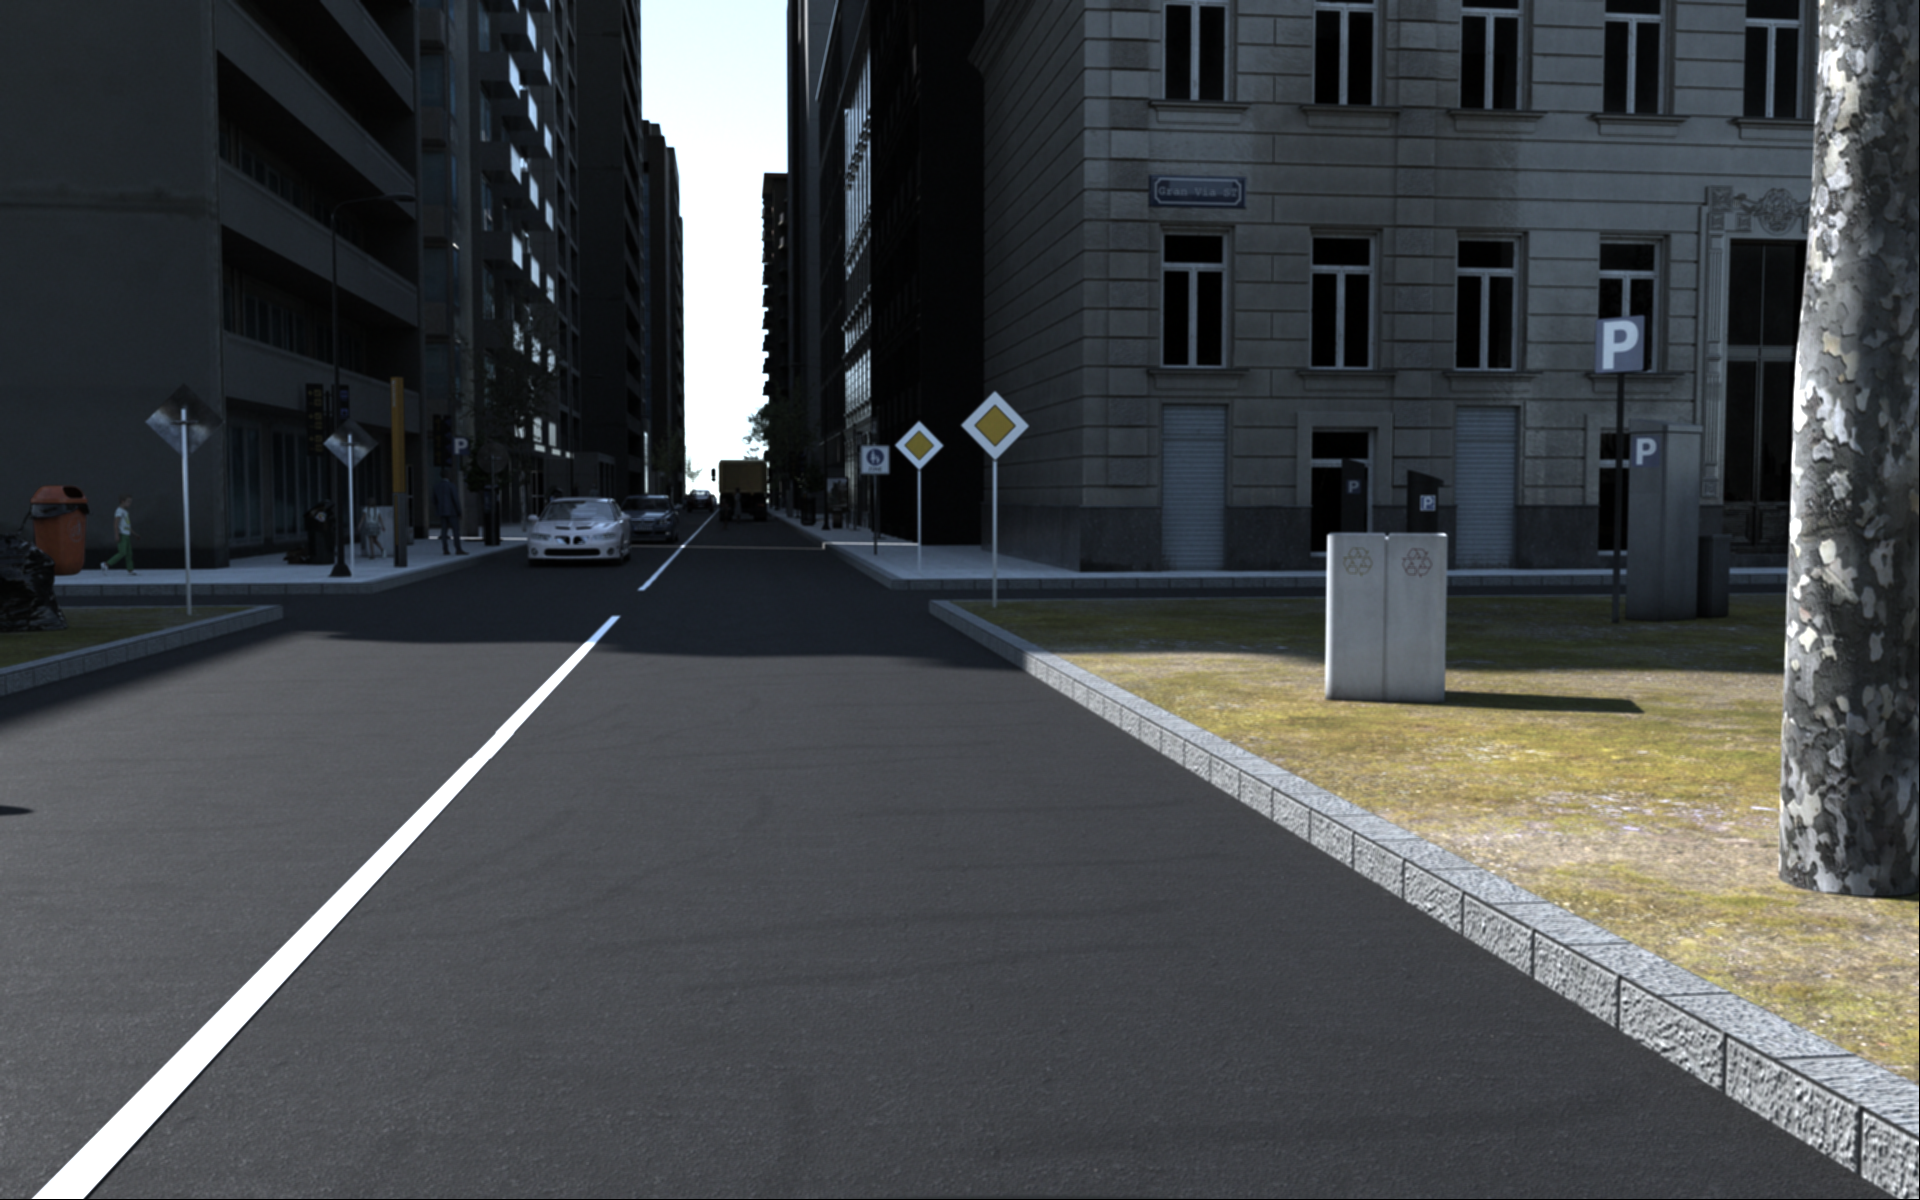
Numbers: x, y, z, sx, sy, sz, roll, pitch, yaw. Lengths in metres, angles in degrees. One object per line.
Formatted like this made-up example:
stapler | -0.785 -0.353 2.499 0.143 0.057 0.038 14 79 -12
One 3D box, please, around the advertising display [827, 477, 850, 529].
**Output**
advertising display | -4.571 -3.632 64.597 0.974 1.923 0.123 2 4 25

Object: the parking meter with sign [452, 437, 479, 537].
parking meter with sign | -14.951 -3.441 52.517 0.543 3.016 1.738 -2 4 -27

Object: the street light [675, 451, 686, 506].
street light | -29.938 -12.997 185.047 1.470 5.913 1.316 0 4 -7

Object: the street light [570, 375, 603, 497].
street light | -14.614 -5.812 67.575 1.470 5.913 1.316 0 4 -7

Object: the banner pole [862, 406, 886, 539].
banner pole | -2.405 -3.651 49.713 0.401 3.779 0.863 -1 4 -22

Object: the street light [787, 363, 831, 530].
street light | -5.337 -5.456 61.747 1.470 5.913 1.316 0 4 -7

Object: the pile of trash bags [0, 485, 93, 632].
pile of trash bags | -9.366 -0.404 16.358 1.912 1.369 3.447 0 4 5

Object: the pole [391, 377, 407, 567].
pole | -9.817 -2.230 30.296 0.158 3.312 0.155 0 3 0

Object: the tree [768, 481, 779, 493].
tree | -20.870 -12.156 193.350 1.663 3.219 1.824 0 3 0

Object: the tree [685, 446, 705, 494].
tree | -40.265 -18.882 259.080 4.360 8.622 3.978 0 3 0

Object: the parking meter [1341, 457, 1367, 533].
parking meter | 6.297 -1.344 27.687 0.399 1.863 0.255 1 4 12

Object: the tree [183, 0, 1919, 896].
tree | 2.054 -9.053 3.907 12.611 20.169 13.585 0 3 0

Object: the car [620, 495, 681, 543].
car | -9.346 -2.432 51.760 2.014 1.417 4.499 0 4 -7

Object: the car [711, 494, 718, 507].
car | -28.053 -11.111 193.675 2.014 1.417 4.499 0 4 -6

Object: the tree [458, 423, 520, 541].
tree | -13.082 -3.214 47.158 1.663 3.219 1.824 0 3 0

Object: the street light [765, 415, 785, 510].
street light | -10.561 -7.908 101.835 1.470 5.913 1.316 0 4 -7

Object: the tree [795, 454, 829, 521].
tree | -7.197 -5.454 83.769 1.663 3.219 1.824 0 3 0

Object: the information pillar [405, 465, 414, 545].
information pillar | -13.955 -2.389 43.551 0.304 2.012 0.304 0 4 8

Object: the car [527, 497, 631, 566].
car | -7.875 -1.450 36.074 2.083 1.381 4.827 0 4 -8

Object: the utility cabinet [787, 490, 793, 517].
utility cabinet | -9.434 -5.350 96.154 0.318 1.500 1.173 -1 4 -9

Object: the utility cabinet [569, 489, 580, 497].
utility cabinet | -17.994 -4.416 80.872 0.318 1.500 1.173 0 4 -3

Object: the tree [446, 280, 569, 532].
tree | -15.073 -6.632 58.804 4.360 8.622 3.978 0 3 0

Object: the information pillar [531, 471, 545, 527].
information pillar | -13.503 -3.117 55.454 0.304 2.012 0.304 3 5 42

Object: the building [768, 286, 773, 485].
building | -21.114 -34.879 253.871 14.154 41.232 14.086 0 4 -7

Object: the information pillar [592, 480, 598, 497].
information pillar | -18.725 -5.168 88.983 0.304 2.012 0.304 -1 4 -12

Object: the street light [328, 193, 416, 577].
street light | -9.093 -3.320 26.830 1.470 5.913 1.316 0 4 -7

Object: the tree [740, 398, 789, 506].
tree | -19.937 -15.953 186.587 9.928 11.665 9.643 0 3 0

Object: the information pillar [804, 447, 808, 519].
information pillar | -7.733 -5.830 86.669 0.183 3.616 0.504 0 4 3

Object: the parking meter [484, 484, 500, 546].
parking meter | -11.670 -2.126 43.176 0.372 1.533 0.369 0 3 0

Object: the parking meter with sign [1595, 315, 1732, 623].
parking meter with sign | 7.191 -1.305 17.604 1.738 3.016 0.543 -2 4 -35

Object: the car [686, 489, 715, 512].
car | -20.773 -7.947 138.598 2.281 1.827 5.304 0 4 -7

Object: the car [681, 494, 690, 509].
car | -25.405 -9.291 163.906 2.014 1.417 4.499 -1 4 -9

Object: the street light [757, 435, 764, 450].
street light | -15.101 -10.066 137.127 1.470 5.913 1.316 0 4 -7

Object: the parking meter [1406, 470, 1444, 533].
parking meter | 4.913 -0.606 18.319 0.372 1.533 0.369 0 3 0

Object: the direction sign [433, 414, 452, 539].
direction sign | -14.776 -3.518 49.520 0.379 3.537 0.876 1 4 16

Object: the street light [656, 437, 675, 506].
street light | -24.381 -10.371 142.098 1.470 5.913 1.316 0 4 -7

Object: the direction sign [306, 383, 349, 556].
direction sign | -13.028 -2.677 35.773 0.876 3.537 0.379 -3 5 -39

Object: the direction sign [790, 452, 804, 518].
direction sign | -8.699 -6.166 92.815 0.876 3.537 0.379 1 4 10

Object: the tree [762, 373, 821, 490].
tree | -10.403 -9.527 106.123 4.737 8.622 4.395 0 3 0

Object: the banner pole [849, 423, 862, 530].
banner pole | -3.601 -4.340 60.970 0.401 3.779 0.863 -2 4 -31

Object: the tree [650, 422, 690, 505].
tree | -29.754 -13.912 177.830 4.737 8.622 4.395 0 3 0

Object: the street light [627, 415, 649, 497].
street light | -19.015 -7.920 102.029 1.470 5.913 1.316 0 4 -7
